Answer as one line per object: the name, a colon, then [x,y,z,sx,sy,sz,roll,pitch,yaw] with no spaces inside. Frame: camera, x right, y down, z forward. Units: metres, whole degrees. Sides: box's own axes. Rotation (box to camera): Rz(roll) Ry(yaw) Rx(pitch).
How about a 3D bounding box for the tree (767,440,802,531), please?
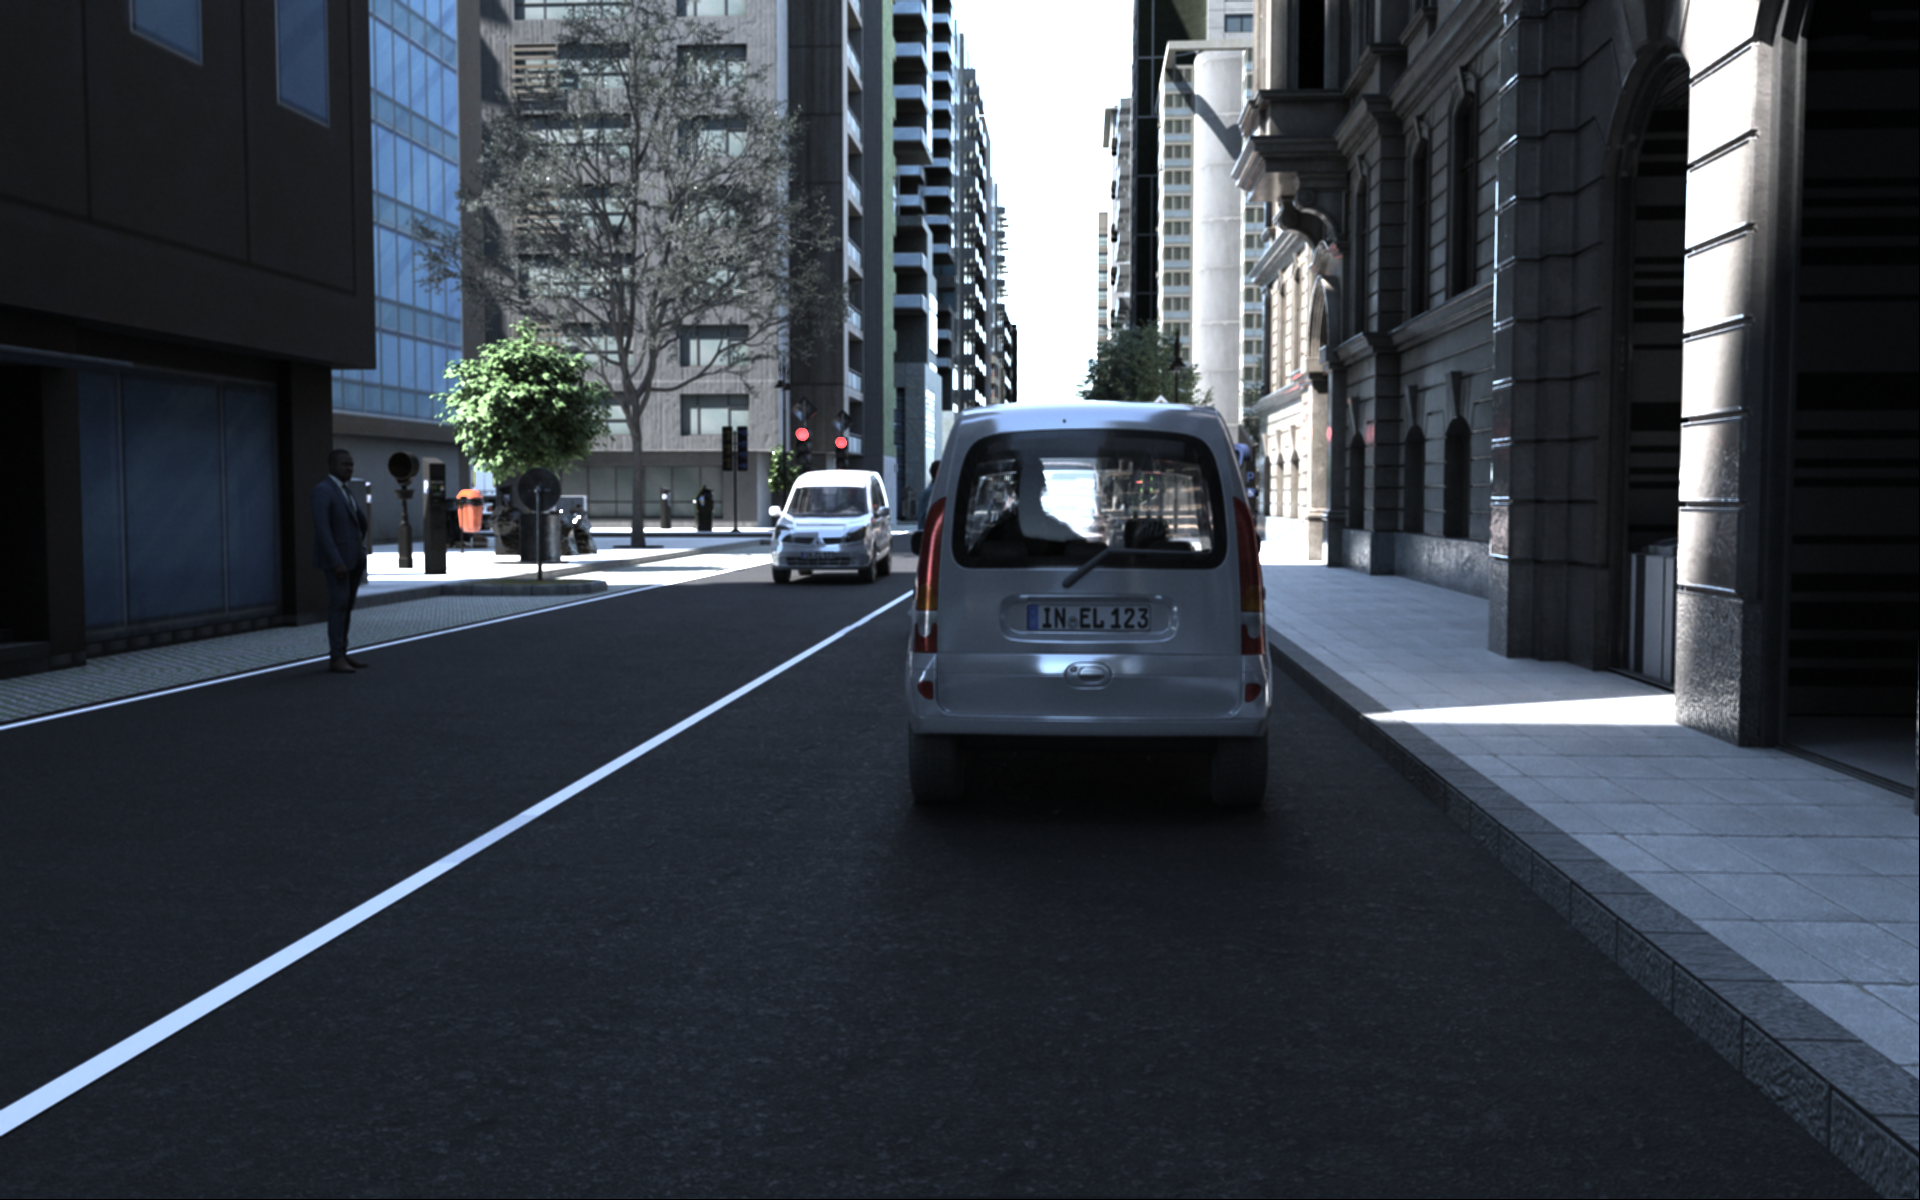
tree: [-6.336,-4.046,60.746,1.663,3.219,1.824,0,3,0]

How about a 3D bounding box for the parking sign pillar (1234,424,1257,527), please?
parking sign pillar: [10.881,-4.772,66.491,1.447,3.967,1.447,-1,4,-15]

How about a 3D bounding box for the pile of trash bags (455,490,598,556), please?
pile of trash bags: [-9.376,-1.659,36.884,3.447,1.369,1.912,2,4,27]

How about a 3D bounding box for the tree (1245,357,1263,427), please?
tree: [17.097,-8.385,87.463,4.737,8.622,4.395,0,3,0]

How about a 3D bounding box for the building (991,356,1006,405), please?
building: [-8.314,-23.643,231.600,27.650,21.520,28.899,0,4,4]

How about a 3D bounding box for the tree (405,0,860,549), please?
tree: [-7.654,-7.972,40.710,12.009,13.543,11.850,0,3,0]

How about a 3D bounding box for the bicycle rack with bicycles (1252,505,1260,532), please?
bicycle rack with bicycles: [9.751,-2.670,57.038,2.925,0.926,2.852,-1,4,-21]

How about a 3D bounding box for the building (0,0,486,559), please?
building: [-21.273,-24.006,42.616,14.200,45.320,14.600,0,4,4]

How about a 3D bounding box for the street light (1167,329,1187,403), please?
street light: [6.059,-4.632,48.527,0.468,5.910,1.993,0,4,4]

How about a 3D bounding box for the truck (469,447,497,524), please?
truck: [-20.416,-3.999,54.294,11.283,4.237,2.839,0,4,3]

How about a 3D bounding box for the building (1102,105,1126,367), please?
building: [33.271,-39.177,229.780,28.713,52.752,27.495,0,4,4]

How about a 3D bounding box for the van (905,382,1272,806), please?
van: [0.678,-0.145,9.377,2.013,2.044,4.112,0,4,4]

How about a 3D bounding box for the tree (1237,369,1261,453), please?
tree: [18.142,-9.260,101.757,4.360,8.622,3.978,0,3,0]

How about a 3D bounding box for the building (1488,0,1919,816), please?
building: [9.373,-9.775,1.628,13.314,21.916,24.055,0,4,4]

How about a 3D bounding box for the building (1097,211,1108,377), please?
building: [26.875,-34.729,251.407,14.154,41.232,14.086,0,4,4]

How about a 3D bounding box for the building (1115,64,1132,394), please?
building: [28.411,-34.926,190.640,23.786,49.044,30.456,0,4,4]

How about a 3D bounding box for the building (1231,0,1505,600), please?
building: [12.310,-12.946,30.745,14.460,24.649,34.723,0,4,4]

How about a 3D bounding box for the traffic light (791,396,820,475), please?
traffic light: [-4.445,-3.712,49.607,0.839,4.253,0.868,0,4,4]

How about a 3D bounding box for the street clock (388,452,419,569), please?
street clock: [-9.551,-1.542,29.781,0.471,2.002,0.358,1,4,13]

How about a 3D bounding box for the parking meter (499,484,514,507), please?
parking meter: [-11.701,-2.221,44.731,0.372,1.533,0.369,0,3,0]

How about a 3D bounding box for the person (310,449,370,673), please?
person: [-5.077,-0.335,14.167,0.419,1.800,0.721,0,4,-3]

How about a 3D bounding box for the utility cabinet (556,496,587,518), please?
utility cabinet: [-13.151,-2.902,58.601,1.020,1.237,0.306,1,4,13]

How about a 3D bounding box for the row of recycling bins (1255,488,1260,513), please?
row of recycling bins: [20.619,-6.721,117.007,3.534,1.692,1.069,2,4,30]

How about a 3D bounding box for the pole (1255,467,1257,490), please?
pole: [22.228,-8.357,130.487,0.158,3.312,0.155,0,3,0]

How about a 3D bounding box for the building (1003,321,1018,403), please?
building: [2.234,-31.295,283.368,14.160,30.474,14.107,0,4,4]

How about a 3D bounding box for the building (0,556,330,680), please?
building: [-14.041,-22.132,11.961,14.600,45.320,14.200,0,4,4]

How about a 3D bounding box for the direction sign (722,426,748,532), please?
direction sign: [-7.546,-4.045,58.132,0.876,3.537,0.379,1,4,13]

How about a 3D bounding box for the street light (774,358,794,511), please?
street light: [-5.887,-5.219,58.119,0.468,5.910,1.993,0,4,4]

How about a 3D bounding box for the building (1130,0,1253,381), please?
building: [24.593,-44.430,164.683,20.563,71.187,20.611,0,4,4]

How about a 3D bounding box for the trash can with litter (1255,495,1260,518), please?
trash can with litter: [15.976,-4.956,92.088,1.678,1.210,2.233,1,4,10]

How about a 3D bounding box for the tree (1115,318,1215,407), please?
tree: [8.378,-7.457,72.277,4.737,8.622,4.395,0,3,0]

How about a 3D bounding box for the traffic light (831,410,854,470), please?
traffic light: [-3.888,-4.199,57.573,0.839,4.253,0.868,0,4,4]

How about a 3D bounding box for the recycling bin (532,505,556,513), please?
recycling bin: [-14.209,-2.836,58.918,0.722,1.027,0.722,2,4,25]

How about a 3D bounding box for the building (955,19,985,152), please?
building: [-8.916,-34.240,179.440,23.786,49.044,30.456,0,4,4]

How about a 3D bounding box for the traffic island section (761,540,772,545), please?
traffic island section: [-4.484,-1.680,49.745,2.009,0.180,2.903,0,4,4]

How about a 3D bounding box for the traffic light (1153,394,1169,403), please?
traffic light: [5.643,-3.670,48.921,0.839,4.253,0.868,0,4,4]

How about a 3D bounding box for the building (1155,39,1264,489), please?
building: [28.898,-27.592,143.014,32.217,40.220,23.993,0,4,4]

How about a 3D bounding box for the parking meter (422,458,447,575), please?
parking meter: [-8.375,-1.340,27.612,0.255,1.863,0.399,-3,4,-37]

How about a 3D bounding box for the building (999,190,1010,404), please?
building: [-3.865,-39.225,260.932,23.786,49.044,30.456,0,4,4]

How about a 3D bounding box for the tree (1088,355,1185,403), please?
tree: [11.881,-11.051,115.101,8.767,10.594,7.601,0,4,-1]

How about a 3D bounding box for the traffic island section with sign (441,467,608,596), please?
traffic island section with sign: [-6.220,-1.008,25.105,1.989,1.847,2.006,0,4,4]

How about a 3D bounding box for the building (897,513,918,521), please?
building: [-11.773,-48.081,98.799,22.319,86.520,31.000,0,4,4]

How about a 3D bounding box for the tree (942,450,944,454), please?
tree: [-1.103,-8.859,128.559,4.285,4.588,4.351,0,3,0]

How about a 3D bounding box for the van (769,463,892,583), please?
van: [-2.126,-1.364,29.309,2.013,2.044,4.112,0,4,3]

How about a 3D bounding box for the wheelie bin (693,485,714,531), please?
wheelie bin: [-8.820,-3.167,59.690,0.693,1.594,0.980,-1,4,-18]

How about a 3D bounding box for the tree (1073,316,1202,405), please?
tree: [12.607,-13.370,125.250,9.857,13.997,8.962,0,3,0]

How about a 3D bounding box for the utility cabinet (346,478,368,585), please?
utility cabinet: [-8.806,-0.932,23.909,1.173,1.500,0.318,-3,5,-44]

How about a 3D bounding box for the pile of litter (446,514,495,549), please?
pile of litter: [-11.719,-1.663,41.147,1.719,0.858,1.176,-1,4,-12]

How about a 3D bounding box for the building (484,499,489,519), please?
building: [-34.873,-25.365,69.337,28.867,44.769,22.147,0,4,4]

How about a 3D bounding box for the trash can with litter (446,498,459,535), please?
trash can with litter: [-13.250,-2.081,45.419,0.624,1.170,1.055,-1,4,-19]

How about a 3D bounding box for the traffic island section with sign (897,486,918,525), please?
traffic island section with sign: [-2.334,-4.400,80.560,1.989,1.847,2.006,0,4,4]

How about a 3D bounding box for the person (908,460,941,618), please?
person: [-0.324,-0.572,18.199,0.444,1.785,0.601,0,4,2]

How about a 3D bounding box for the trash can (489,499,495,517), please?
trash can: [-22.638,-4.415,83.831,0.748,1.137,0.748,0,3,0]

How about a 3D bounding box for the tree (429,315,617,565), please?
tree: [-8.055,-2.947,31.902,4.285,4.588,4.351,0,3,0]

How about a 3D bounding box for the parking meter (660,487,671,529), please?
parking meter: [-10.750,-3.355,63.268,0.372,1.533,0.369,0,3,0]

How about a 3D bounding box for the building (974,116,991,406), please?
building: [-3.616,-33.726,201.525,14.600,45.320,14.200,0,4,4]

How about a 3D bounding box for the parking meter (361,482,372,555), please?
parking meter: [-12.585,-1.716,36.463,0.372,1.533,0.369,0,3,0]

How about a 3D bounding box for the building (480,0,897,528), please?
building: [-10.294,-23.604,69.518,14.154,41.232,14.086,0,4,4]
